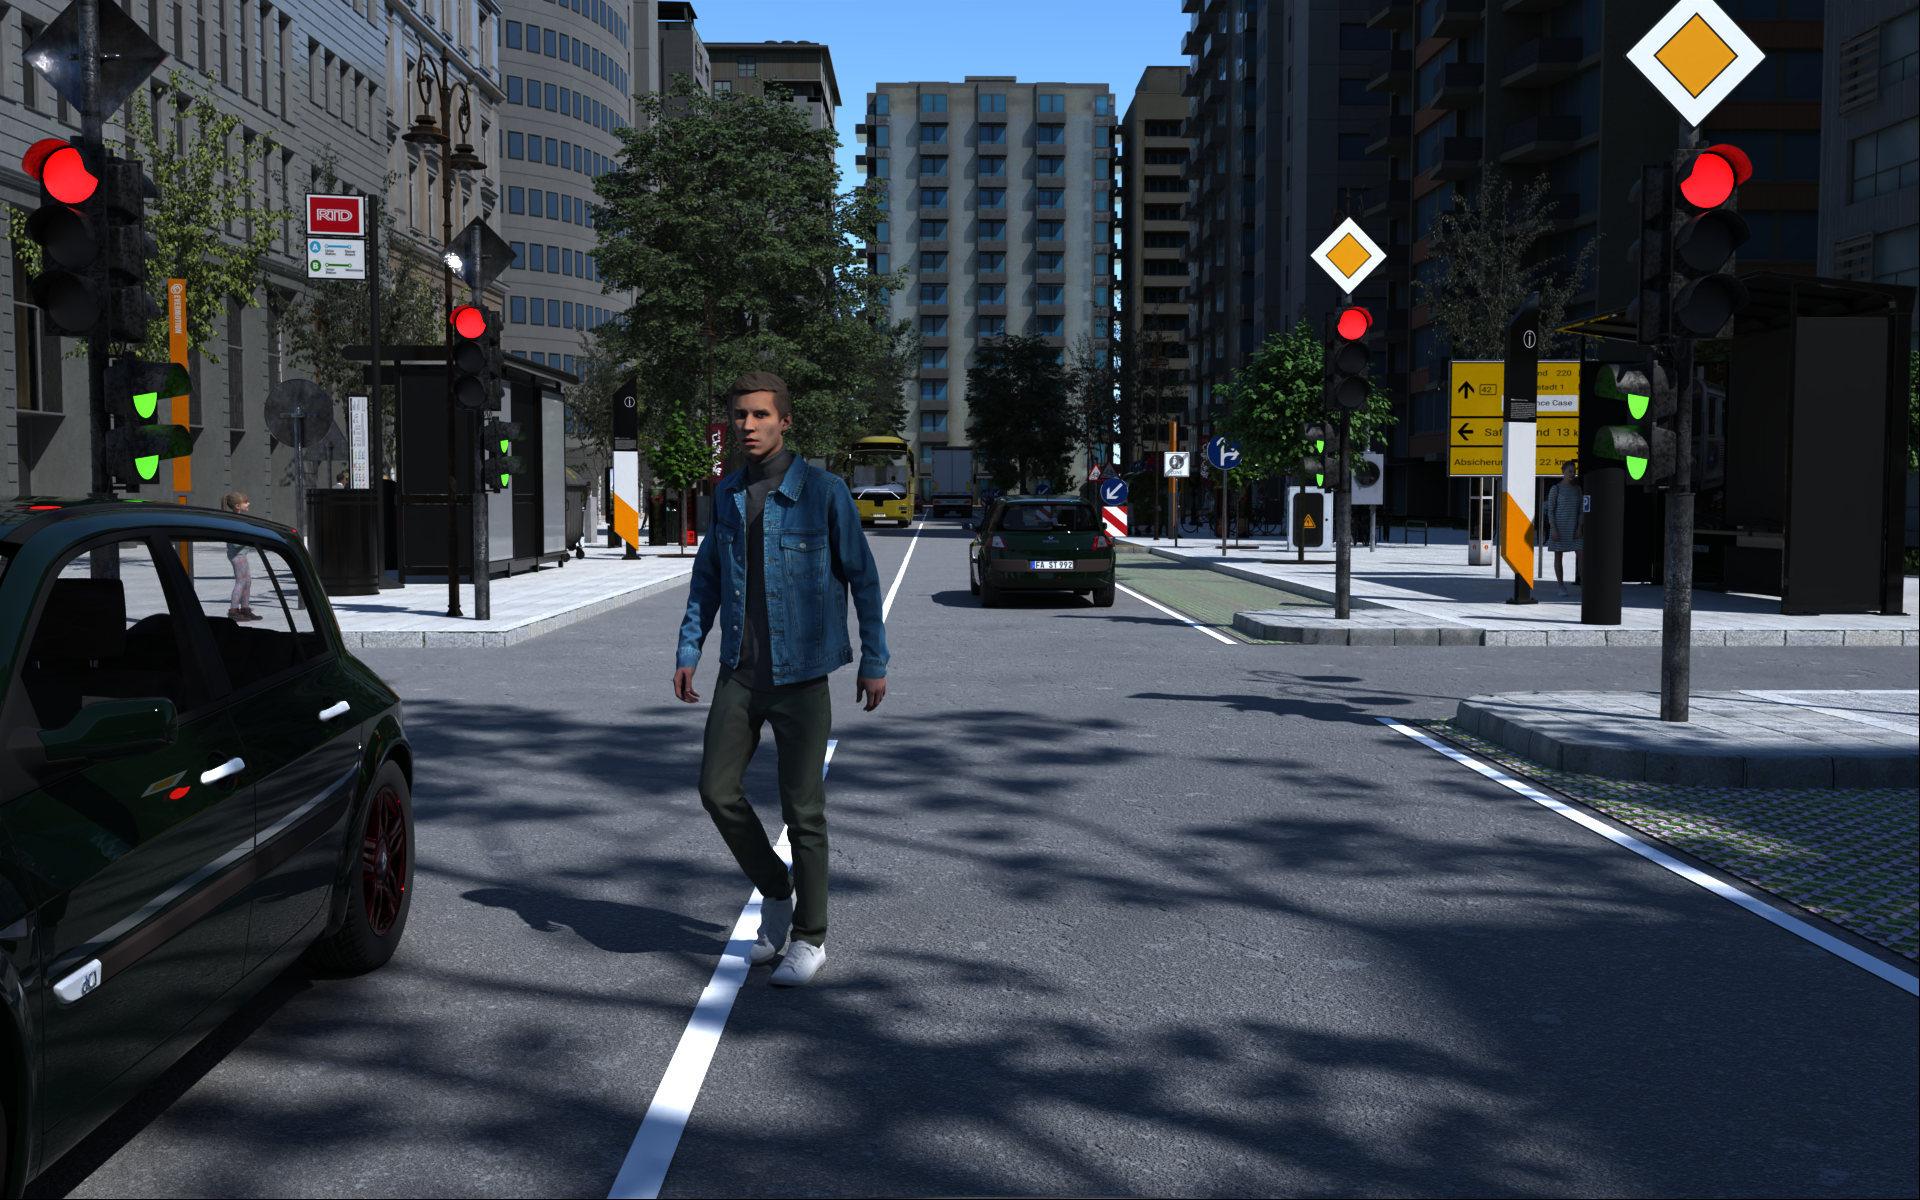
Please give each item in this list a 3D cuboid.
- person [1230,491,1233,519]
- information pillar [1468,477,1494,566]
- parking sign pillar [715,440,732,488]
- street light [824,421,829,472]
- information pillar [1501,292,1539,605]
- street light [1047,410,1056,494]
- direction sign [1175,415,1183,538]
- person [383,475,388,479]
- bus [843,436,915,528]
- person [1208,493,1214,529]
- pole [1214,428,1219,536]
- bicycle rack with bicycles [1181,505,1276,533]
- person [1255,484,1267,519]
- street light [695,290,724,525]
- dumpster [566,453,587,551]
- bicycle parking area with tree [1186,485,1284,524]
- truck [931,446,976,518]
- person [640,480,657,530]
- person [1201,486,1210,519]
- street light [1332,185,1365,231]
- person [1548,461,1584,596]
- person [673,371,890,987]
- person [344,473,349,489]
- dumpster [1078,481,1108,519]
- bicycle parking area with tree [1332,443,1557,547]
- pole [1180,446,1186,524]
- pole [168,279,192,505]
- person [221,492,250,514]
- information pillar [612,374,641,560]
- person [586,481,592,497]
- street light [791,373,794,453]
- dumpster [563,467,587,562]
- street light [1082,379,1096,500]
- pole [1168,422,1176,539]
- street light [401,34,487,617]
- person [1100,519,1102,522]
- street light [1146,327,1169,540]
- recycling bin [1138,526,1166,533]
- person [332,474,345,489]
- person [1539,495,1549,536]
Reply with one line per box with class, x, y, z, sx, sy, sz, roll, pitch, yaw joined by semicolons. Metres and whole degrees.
person;13.603;-5.019;88.206;0.850;1.850;0.679;-1;4;-9
information pillar;9.304;-1.616;30.918;0.304;2.012;0.304;-2;4;-27
parking sign pillar;-9.755;-5.207;73.608;1.447;3.967;1.447;0;4;-4
street light;-6.335;-6.732;82.861;0.468;5.910;1.993;0;4;-1
information pillar;6.485;-1.755;20.046;0.504;3.616;0.183;-2;4;-31
street light;4.869;-7.285;91.897;0.468;5.910;1.993;0;4;-1
direction sign;6.291;-3.557;50.157;0.379;3.537;0.876;1;4;14
person;-15.339;-2.484;46.881;0.699;1.804;1.509;1;4;12
bus;-3.388;-5.225;76.970;2.896;3.916;12.252;0;4;0
person;9.215;-3.232;63.139;0.306;1.304;0.590;3;5;41
pole;7.938;-3.637;53.307;0.158;3.312;0.155;0;3;0
bicycle rack with bicycles;9.148;-2.697;57.474;2.925;0.926;2.852;2;4;33
person;15.469;-5.077;89.029;0.573;1.828;0.580;2;4;27
street light;-5.688;-4.080;39.498;0.468;5.910;1.993;0;4;-1
dumpster;-9.154;-2.183;38.180;1.502;2.255;1.985;0;4;-1
bicycle parking area with tree;14.787;-5.562;77.940;8.231;4.147;9.016;-2;4;-28
truck;-0.414;-7.244;107.359;2.839;4.237;11.283;0;4;1
person;-11.234;-3.441;62.578;0.573;1.790;0.520;2;4;28
person;12.875;-5.078;90.064;0.522;1.701;0.512;2;4;33
street light;5.861;-3.276;26.352;0.468;5.910;1.993;0;4;-1
person;7.631;-0.900;21.767;0.512;1.701;0.522;0;4;-5
person;-0.528;0.226;5.147;0.601;1.785;0.444;2;4;27
person;-14.068;-2.043;39.860;0.576;1.772;0.534;2;4;31
dumpster;5.786;-4.198;74.403;1.264;1.857;1.865;0;4;-1
bicycle parking area with tree;13.132;-3.584;45.605;8.231;4.147;9.016;1;4;12
pole;9.526;-4.898;73.920;0.158;3.312;0.155;0;3;0
pole;-7.441;-1.389;16.550;0.158;3.312;0.155;0;3;0
person;-7.236;-0.436;17.455;0.394;1.301;0.425;-3;4;-36
information pillar;-6.493;-2.589;33.679;0.504;3.616;0.183;-2;4;-26
person;-16.176;-4.230;75.303;0.850;1.850;0.679;-2;4;-29
street light;-5.940;-5.420;61.409;0.468;5.910;1.993;0;4;-1
dumpster;-7.956;-1.681;33.244;1.264;1.857;1.865;0;4;-1
street light;5.173;-5.933;69.789;0.468;5.910;1.993;0;4;-1
pole;6.010;-3.375;49.019;0.158;3.312;0.155;0;3;0
street light;-5.320;-2.768;18.046;0.468;5.910;1.993;0;4;-1
person;6.602;-4.600;81.120;0.748;1.841;0.638;-3;5;-44
street light;5.472;-4.607;48.120;0.468;5.910;1.993;0;4;-1
recycling bin;6.437;-2.777;57.956;0.722;1.027;0.722;3;4;36
person;-15.796;-2.309;44.066;0.678;1.792;0.850;1;4;19
person;17.875;-2.576;52.845;0.352;1.250;0.332;-1;4;-19
